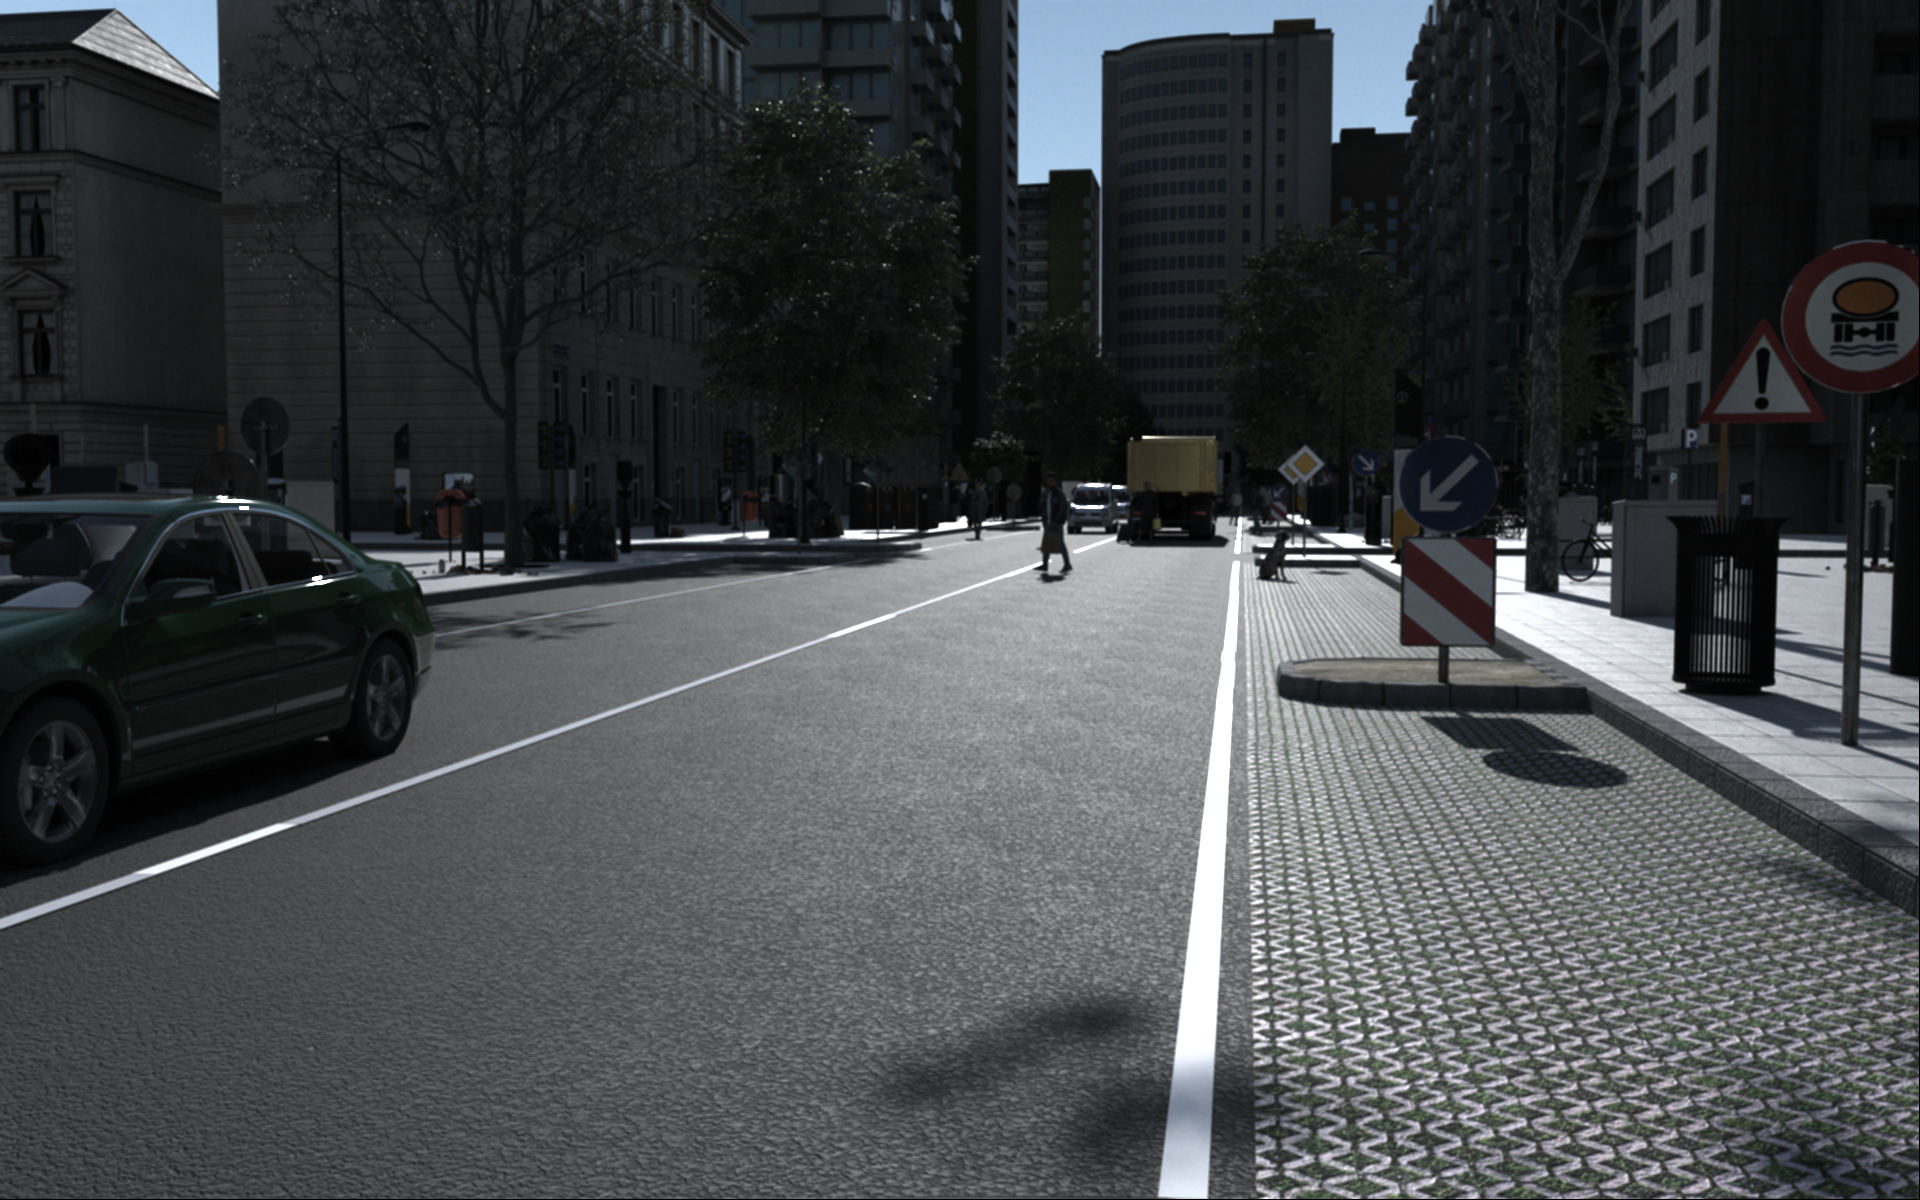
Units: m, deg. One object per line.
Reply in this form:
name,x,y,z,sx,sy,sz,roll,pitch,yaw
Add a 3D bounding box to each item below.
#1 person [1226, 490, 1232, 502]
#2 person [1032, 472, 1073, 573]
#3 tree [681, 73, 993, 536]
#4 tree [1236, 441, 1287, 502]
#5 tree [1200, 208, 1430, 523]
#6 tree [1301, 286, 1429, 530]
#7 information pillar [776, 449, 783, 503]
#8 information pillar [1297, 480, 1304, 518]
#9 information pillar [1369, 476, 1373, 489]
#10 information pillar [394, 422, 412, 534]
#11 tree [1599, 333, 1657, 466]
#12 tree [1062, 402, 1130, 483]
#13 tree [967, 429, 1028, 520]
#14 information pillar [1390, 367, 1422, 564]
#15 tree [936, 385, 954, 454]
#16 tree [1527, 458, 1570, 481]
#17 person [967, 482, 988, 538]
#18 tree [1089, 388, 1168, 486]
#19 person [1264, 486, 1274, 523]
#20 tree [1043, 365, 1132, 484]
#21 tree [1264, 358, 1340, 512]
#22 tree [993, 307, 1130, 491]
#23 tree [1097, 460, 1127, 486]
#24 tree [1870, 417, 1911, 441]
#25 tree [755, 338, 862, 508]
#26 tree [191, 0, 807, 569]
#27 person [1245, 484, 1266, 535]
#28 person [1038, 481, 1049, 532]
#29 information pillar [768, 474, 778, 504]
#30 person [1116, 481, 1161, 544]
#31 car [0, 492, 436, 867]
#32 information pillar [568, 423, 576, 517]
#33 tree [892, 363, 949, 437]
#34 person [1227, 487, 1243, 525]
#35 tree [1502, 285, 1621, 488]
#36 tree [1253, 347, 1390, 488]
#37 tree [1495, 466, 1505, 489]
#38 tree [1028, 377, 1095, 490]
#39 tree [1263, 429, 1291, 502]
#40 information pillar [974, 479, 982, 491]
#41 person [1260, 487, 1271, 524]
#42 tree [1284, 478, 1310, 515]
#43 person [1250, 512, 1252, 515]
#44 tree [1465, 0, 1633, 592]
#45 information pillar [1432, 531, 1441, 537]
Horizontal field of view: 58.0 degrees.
person,27.656,-10.404,178.591,1.348,1.826,0.705,-1,4,-18
person,1.704,-1.396,31.311,0.713,1.824,0.794,-1,4,-11
tree,-3.932,-8.957,53.107,9.857,13.997,8.962,0,3,0
tree,34.893,-16.744,190.766,9.611,12.733,9.660,0,3,0
tree,15.910,-10.432,77.226,9.857,13.997,8.962,0,3,0
tree,14.094,-6.789,61.358,4.737,8.622,4.395,0,3,0
information pillar,-7.482,-4.917,71.739,0.183,3.616,0.504,1,4,19
information pillar,18.438,-6.239,93.364,0.504,3.616,0.183,-1,4,-11
information pillar,16.530,-4.024,70.290,0.304,2.012,0.304,-3,5,-44
information pillar,-18.072,-3.964,56.171,0.183,3.616,0.504,3,5,44
tree,30.822,-7.755,77.163,4.360,8.622,3.978,0,3,0
tree,11.655,-13.256,151.145,7.601,10.594,8.767,2,4,27
tree,1.972,-6.336,87.304,4.285,4.588,4.351,0,3,0
information pillar,8.226,-2.481,31.913,0.504,3.616,0.183,2,4,33
tree,-2.498,-9.697,108.907,4.360,8.622,3.978,0,3,0
tree,25.431,-4.924,75.110,1.663,3.219,1.824,0,3,0
person,0.555,-2.896,55.953,0.694,1.812,0.767,1,4,22
tree,18.324,-16.555,187.678,9.611,12.733,9.660,0,3,0
person,15.055,-4.656,84.647,0.620,1.820,0.660,-2,4,-34
tree,9.863,-12.829,135.502,9.928,11.665,9.643,0,3,0
tree,24.831,-12.265,126.293,9.928,11.665,9.643,0,3,0
tree,6.603,-12.891,117.416,9.857,13.997,8.962,0,3,0
tree,14.324,-10.927,162.373,4.285,4.588,4.351,0,3,0
tree,23.448,-2.997,43.608,1.663,3.219,1.824,0,3,0
tree,-7.253,-7.748,77.045,4.360,8.622,3.978,0,3,0
tree,-7.930,-7.304,29.792,12.009,13.543,11.850,0,3,0
person,10.357,-3.169,60.664,0.721,1.781,0.623,1,4,12
person,2.437,-2.374,47.497,0.721,1.800,0.419,-2,4,-35
information pillar,-6.948,-3.671,64.505,0.304,2.012,0.304,0,4,7
person,5.247,-2.555,50.489,0.699,1.804,1.509,-2,4,-28
car,-4.202,0.217,8.257,2.131,1.459,4.920,0,4,7
information pillar,-12.858,-4.042,57.446,0.183,3.616,0.504,0,4,4
tree,-2.714,-8.725,93.016,4.737,8.622,4.395,0,3,0
person,12.588,-4.310,79.635,0.731,1.740,0.598,-2,4,-24
tree,21.496,-6.807,61.650,4.737,8.622,4.395,0,3,0
tree,20.854,-10.212,101.374,8.767,10.594,7.601,1,4,13
tree,30.067,-6.312,97.805,1.663,3.219,1.824,0,3,0
tree,6.333,-9.761,109.948,4.360,8.622,3.978,0,3,0
tree,30.338,-13.096,164.480,4.360,8.622,3.978,0,3,0
information pillar,0.854,-4.740,81.996,0.304,2.012,0.304,-1,4,-10
person,14.484,-4.529,83.031,0.515,1.767,0.782,-3,5,-43
tree,20.661,-6.848,106.568,1.663,3.219,1.824,0,3,0
person,19.348,-6.185,113.873,0.306,1.304,0.590,-3,5,-42
tree,6.316,-10.135,21.594,12.611,20.169,13.585,0,3,0
information pillar,12.332,-2.440,44.387,0.304,2.012,0.304,-3,5,-42
